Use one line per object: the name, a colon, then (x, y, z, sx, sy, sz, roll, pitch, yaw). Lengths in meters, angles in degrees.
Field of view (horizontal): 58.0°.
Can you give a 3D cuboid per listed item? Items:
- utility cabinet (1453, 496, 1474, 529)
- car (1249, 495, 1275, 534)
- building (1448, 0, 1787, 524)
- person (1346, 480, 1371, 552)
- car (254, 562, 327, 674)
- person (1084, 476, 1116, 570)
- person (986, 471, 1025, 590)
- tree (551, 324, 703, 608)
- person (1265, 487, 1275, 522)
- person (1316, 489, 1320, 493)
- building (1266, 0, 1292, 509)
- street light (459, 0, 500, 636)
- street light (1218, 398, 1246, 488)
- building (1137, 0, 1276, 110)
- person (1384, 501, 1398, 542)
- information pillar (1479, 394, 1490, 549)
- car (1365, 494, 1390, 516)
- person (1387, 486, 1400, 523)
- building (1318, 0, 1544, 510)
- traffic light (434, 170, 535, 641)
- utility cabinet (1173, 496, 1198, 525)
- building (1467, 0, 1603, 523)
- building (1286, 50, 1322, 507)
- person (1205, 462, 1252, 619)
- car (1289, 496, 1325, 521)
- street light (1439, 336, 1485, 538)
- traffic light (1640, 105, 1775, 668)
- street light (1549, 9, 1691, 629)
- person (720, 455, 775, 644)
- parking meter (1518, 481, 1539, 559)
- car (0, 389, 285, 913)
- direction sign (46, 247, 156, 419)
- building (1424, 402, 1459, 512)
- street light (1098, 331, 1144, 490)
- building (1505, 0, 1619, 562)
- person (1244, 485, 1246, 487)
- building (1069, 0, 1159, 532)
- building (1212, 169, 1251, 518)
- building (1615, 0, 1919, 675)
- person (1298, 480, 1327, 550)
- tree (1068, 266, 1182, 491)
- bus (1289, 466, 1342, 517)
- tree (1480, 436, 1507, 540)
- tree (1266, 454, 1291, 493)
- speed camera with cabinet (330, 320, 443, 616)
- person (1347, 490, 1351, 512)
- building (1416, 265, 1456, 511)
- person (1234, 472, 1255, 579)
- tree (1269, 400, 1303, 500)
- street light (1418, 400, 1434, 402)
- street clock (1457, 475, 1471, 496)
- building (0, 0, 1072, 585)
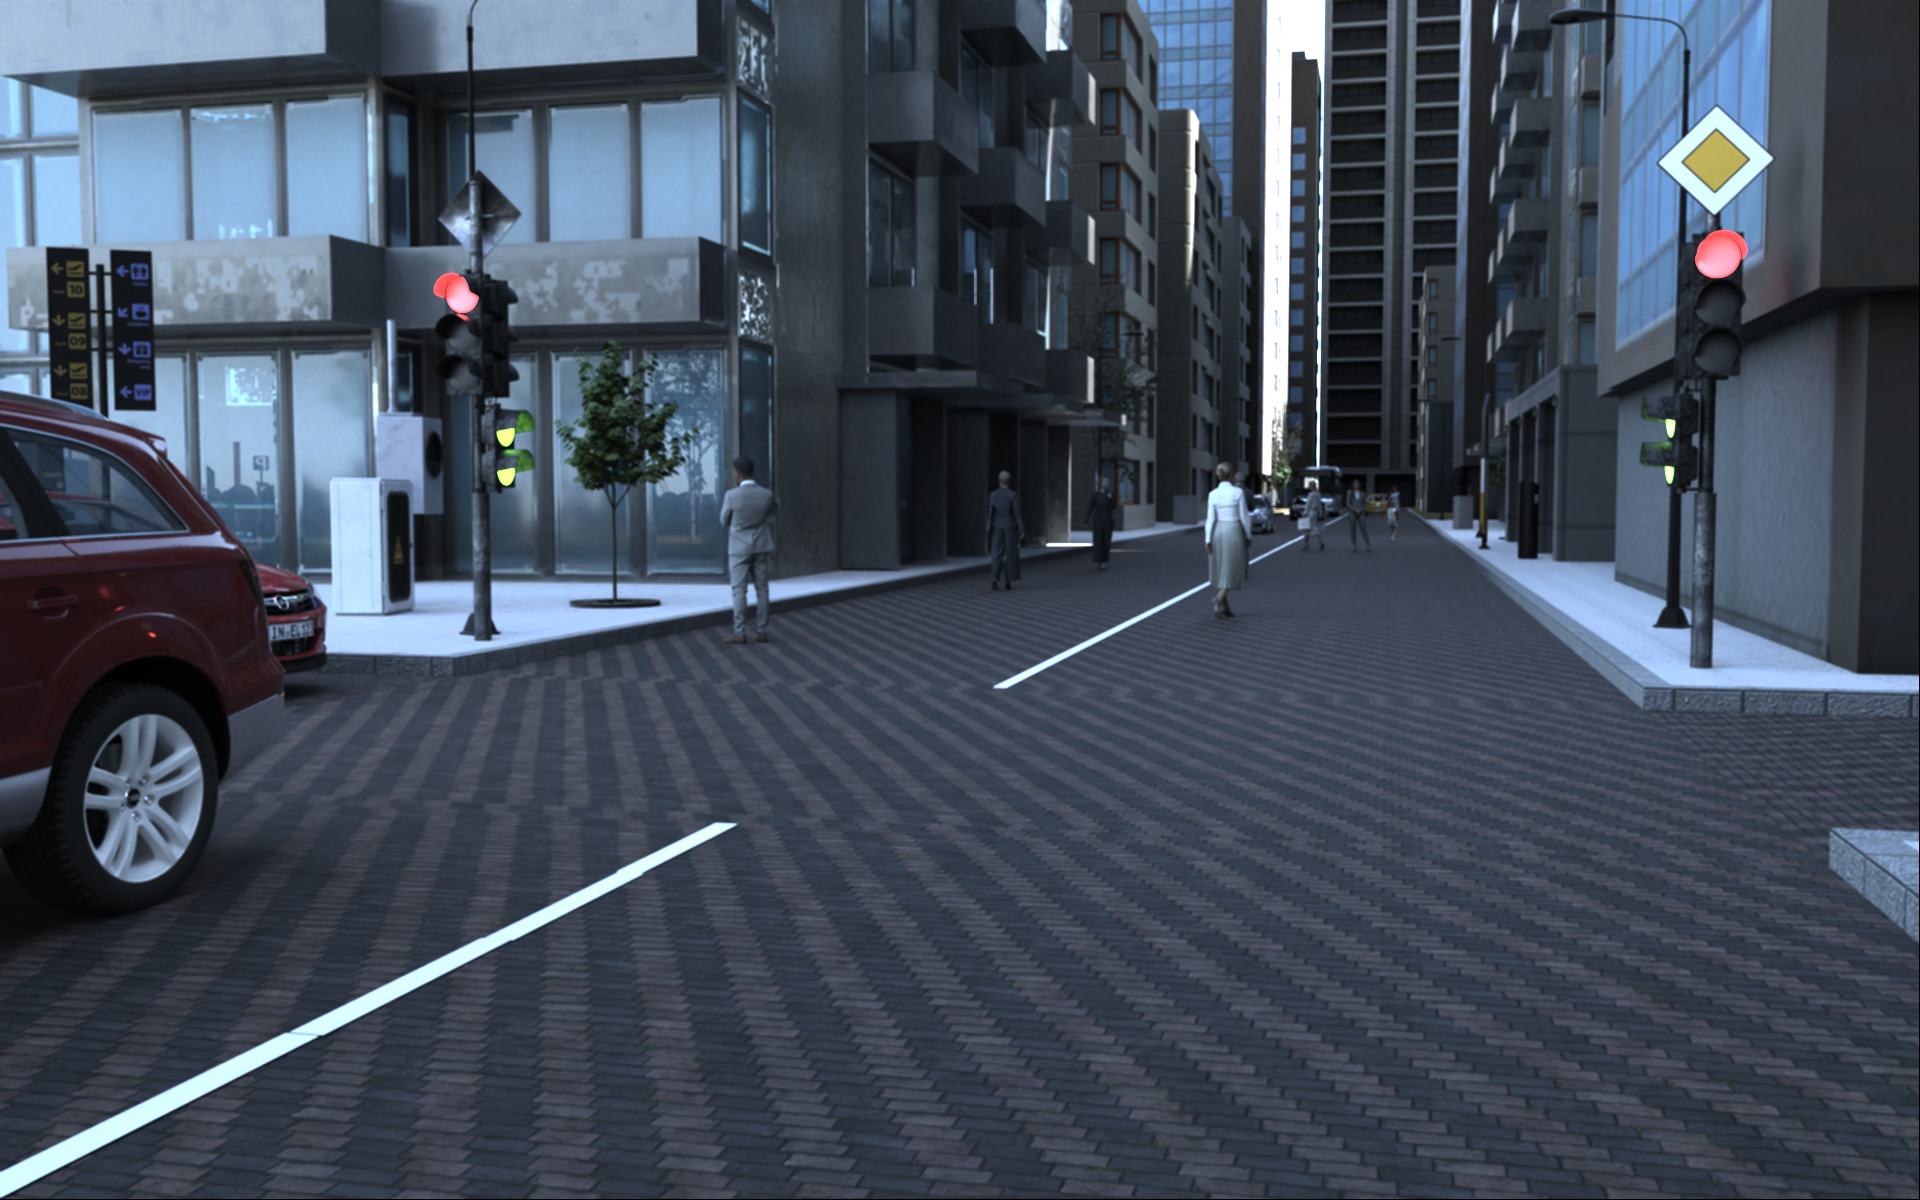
utility cabinet: (18.434, -3.199, 63.463, 0.306, 1.237, 1.020, 3, 5, 44)
car: (10.626, -3.171, 63.842, 2.014, 1.417, 4.499, 1, 4, 13)
building: (33.540, -26.938, 90.551, 14.600, 45.320, 14.200, 1, 4, 14)
person: (9.937, -2.103, 43.153, 0.520, 1.790, 0.573, -1, 4, -13)
car: (-6.782, -0.218, 12.604, 4.494, 1.783, 2.155, 1, 4, 15)
person: (2.677, -1.469, 32.935, 0.576, 1.772, 0.534, -2, 4, -30)
person: (0.680, -1.033, 25.813, 0.576, 1.772, 0.534, 0, 4, 3)
tree: (-4.031, -1.536, 19.723, 1.663, 3.219, 1.824, 0, 3, 0)
person: (15.433, -4.744, 86.293, 0.641, 1.798, 0.478, 0, 4, -1)
person: (20.406, -5.588, 99.728, 0.599, 1.838, 0.709, -2, 4, -35)
building: (18.437, -43.770, 153.890, 20.611, 71.187, 20.563, 1, 4, 14)
street light: (-3.873, -2.630, 15.546, 1.470, 5.913, 1.316, 1, 4, 14)
street light: (13.121, -6.819, 84.035, 1.470, 5.913, 1.316, 1, 4, 14)
building: (15.064, -28.997, 124.205, 14.600, 45.320, 14.200, 1, 4, 14)
person: (12.896, -2.351, 51.956, 0.382, 1.210, 0.505, -3, 4, -36)
information pillar: (12.241, -2.999, 40.394, 0.183, 3.616, 0.504, 2, 4, 28)
car: (27.289, -6.286, 113.000, 2.015, 1.641, 3.980, 1, 4, 13)
person: (21.037, -4.613, 84.010, 0.616, 1.811, 0.778, 2, 4, 25)
building: (47.512, -45.090, 175.469, 20.611, 71.187, 20.563, 1, 4, 14)
traffic light: (-4.163, -1.598, 15.053, 0.839, 4.253, 0.868, 1, 4, 14)
utility cabinet: (9.450, -3.751, 72.486, 1.020, 1.237, 0.306, 2, 4, 34)
building: (32.254, -27.266, 65.410, 23.786, 49.044, 30.456, 1, 4, 14)
building: (29.315, -32.213, 176.786, 14.200, 45.320, 14.600, 1, 4, 14)
person: (3.059, -0.688, 19.971, 0.478, 1.798, 0.641, 3, 4, 39)
car: (18.978, -5.012, 94.525, 1.945, 1.354, 3.894, 1, 4, 15)
street light: (14.832, -4.799, 51.011, 1.470, 5.913, 1.316, 1, 4, 14)
traffic light: (5.464, -1.454, 12.700, 0.839, 4.253, 0.868, 1, 4, 14)
street light: (6.341, -2.697, 16.644, 1.470, 5.913, 1.316, 1, 4, 14)
person: (-2.080, -0.494, 16.764, 0.511, 1.800, 0.466, -3, 5, -45)
parking meter: (11.291, -1.590, 34.400, 0.372, 1.533, 0.369, 0, 3, 0)
car: (-4.148, 0.240, 4.753, 2.281, 1.827, 5.304, 1, 4, 15)
direction sign: (-7.953, -1.475, 16.112, 0.876, 3.537, 0.379, -1, 4, -19)
building: (42.333, -48.833, 111.091, 22.319, 86.520, 31.000, 1, 4, 14)
street light: (4.551, -4.717, 49.664, 1.470, 5.913, 1.316, 1, 4, 14)
building: (22.323, -36.358, 32.705, 20.563, 71.187, 20.611, 1, 4, 14)
person: (13.107, -4.360, 79.882, 0.850, 1.850, 0.679, -3, 5, -44)
building: (-4.365, -14.121, 75.926, 27.650, 21.520, 28.899, 1, 4, 14)
building: (2.640, -15.951, 105.836, 27.650, 21.520, 28.899, 1, 4, 14)
building: (14.470, -22.361, 15.710, 14.200, 45.320, 14.600, 1, 4, 14)
person: (9.031, -2.169, 44.319, 0.694, 1.780, 0.624, -2, 4, -27)
tree: (4.667, -6.453, 55.877, 4.360, 8.622, 3.978, 0, 3, 0)
bus: (23.152, -7.160, 111.921, 2.948, 3.499, 13.247, 1, 4, 14)
tree: (15.818, -3.328, 49.012, 1.663, 3.219, 1.824, 0, 3, 0)
tree: (25.003, -9.491, 138.884, 4.285, 4.588, 4.351, 0, 3, 0)
speed camera with cabinet: (-6.285, -1.514, 19.090, 0.660, 3.252, 2.038, 0, 4, 1)
person: (30.765, -7.783, 136.477, 0.721, 1.736, 1.217, 1, 4, 12)
building: (52.155, -18.181, 142.296, 27.650, 21.520, 28.899, 1, 4, 14)
person: (4.663, -1.267, 29.397, 0.661, 1.801, 0.590, -2, 4, -25)
tree: (24.365, -11.223, 133.859, 4.360, 8.622, 3.978, 0, 3, 0)
street light: (23.164, -6.882, 85.054, 1.470, 5.913, 1.316, 1, 4, 14)
street clock: (19.330, -3.785, 66.456, 0.471, 2.002, 0.358, -1, 4, -18)
building: (-9.314, -25.563, 37.570, 23.786, 49.044, 30.456, 1, 4, 14)
